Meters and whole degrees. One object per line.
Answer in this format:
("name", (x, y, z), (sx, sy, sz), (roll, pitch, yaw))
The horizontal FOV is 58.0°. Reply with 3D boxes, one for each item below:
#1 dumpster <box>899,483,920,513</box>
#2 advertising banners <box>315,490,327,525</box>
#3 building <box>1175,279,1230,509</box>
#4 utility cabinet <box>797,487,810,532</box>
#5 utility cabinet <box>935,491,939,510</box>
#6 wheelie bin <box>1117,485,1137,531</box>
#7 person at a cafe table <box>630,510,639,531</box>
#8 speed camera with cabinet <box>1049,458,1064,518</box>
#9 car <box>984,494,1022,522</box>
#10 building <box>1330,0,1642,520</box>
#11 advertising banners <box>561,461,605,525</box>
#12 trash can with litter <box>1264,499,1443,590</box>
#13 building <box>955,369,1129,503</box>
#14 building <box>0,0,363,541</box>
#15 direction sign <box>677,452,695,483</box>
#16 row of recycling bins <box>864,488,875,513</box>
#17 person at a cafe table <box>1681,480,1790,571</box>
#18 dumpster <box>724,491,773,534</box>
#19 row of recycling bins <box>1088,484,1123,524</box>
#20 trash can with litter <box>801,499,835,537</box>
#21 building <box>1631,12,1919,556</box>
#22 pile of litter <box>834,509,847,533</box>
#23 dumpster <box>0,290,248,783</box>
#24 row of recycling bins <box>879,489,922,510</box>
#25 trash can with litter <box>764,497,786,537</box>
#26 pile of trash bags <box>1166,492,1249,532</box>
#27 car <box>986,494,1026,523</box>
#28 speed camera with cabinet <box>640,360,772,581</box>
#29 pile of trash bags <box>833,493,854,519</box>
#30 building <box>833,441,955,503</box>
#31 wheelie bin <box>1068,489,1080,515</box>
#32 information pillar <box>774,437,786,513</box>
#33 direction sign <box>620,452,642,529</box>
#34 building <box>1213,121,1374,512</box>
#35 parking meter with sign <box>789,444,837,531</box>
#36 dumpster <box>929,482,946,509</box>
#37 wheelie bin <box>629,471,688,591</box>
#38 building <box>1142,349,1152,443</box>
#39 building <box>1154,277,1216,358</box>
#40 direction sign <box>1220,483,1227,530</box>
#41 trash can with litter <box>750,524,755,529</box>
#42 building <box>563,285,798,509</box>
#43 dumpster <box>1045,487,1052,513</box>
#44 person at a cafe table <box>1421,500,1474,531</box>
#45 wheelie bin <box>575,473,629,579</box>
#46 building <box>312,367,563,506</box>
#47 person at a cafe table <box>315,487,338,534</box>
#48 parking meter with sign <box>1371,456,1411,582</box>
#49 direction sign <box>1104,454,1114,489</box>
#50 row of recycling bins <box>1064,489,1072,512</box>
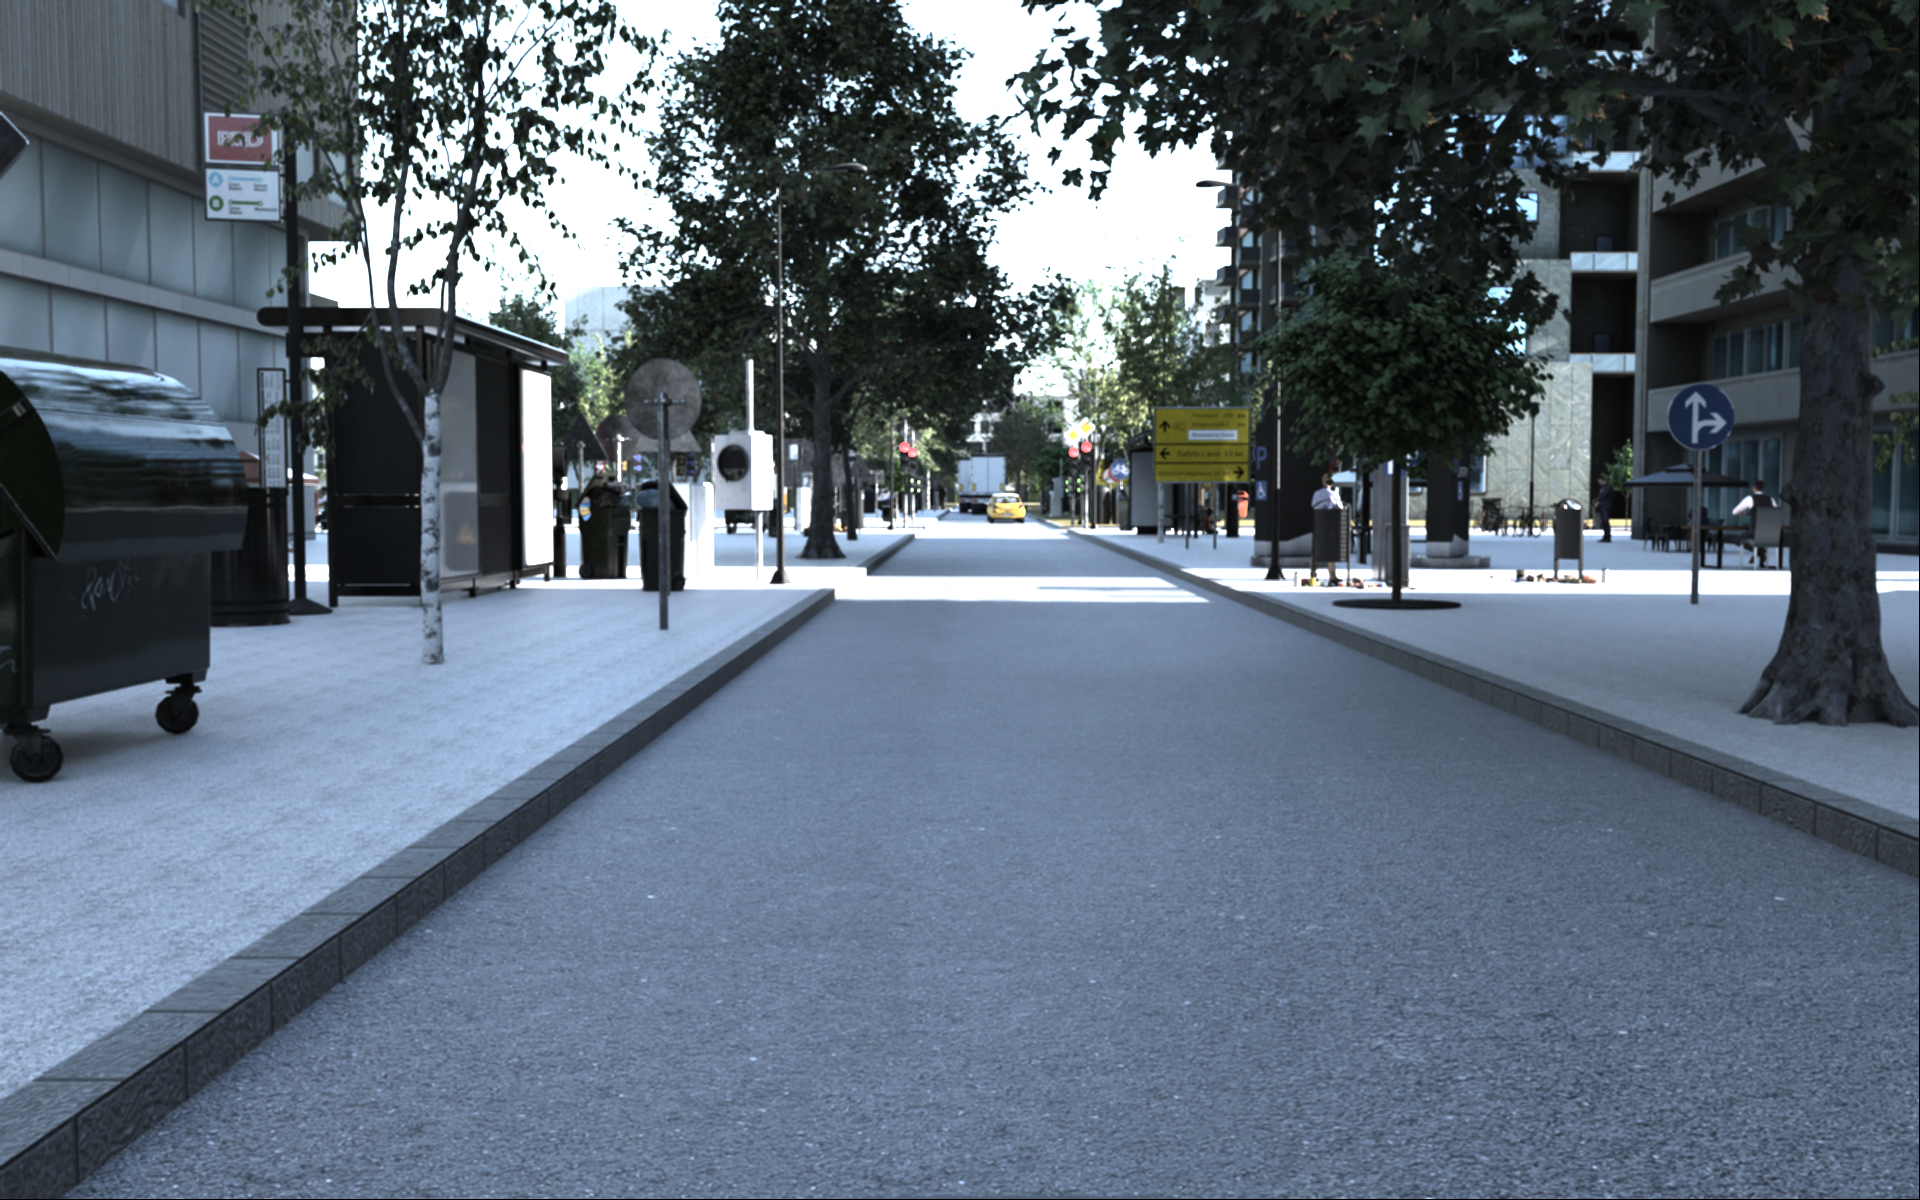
("dumpster", (-3.517, -7.141, 119.247), (1.502, 2.255, 1.985), (0, 4, 1))
("advertising banners", (-26.607, -4.589, 71.222), (0.090, 3.025, 2.074), (3, 4, 39))
("building", (27.825, -18.433, 157.793), (16.016, 20.091, 11.380), (0, 4, 0))
("utility cabinet", (-5.236, -3.021, 58.071), (0.318, 1.500, 1.173), (-1, 4, -13))
("utility cabinet", (-1.953, -8.116, 141.383), (0.318, 1.500, 1.173), (0, 4, 5))
("wheelie bin", (5.912, -3.232, 60.759), (0.980, 1.594, 0.693), (-2, 4, -34))
("person at a cafe table", (-10.902, -3.206, 60.937), (1.622, 1.524, 1.698), (-1, 4, -20))
("speed camera with cabinet", (5.317, -6.192, 95.573), (0.660, 3.252, 2.038), (0, 4, -4))
("car", (2.285, -4.985, 91.726), (2.015, 1.641, 3.980), (0, 4, 1))
("building", (35.944, -47.750, 93.390), (31.000, 86.520, 22.319), (0, 4, 0))
("advertising banners", (-15.766, -4.661, 72.389), (2.074, 3.025, 0.090), (1, 4, 10))
("trash can with litter", (5.428, -0.772, 23.680), (2.233, 1.210, 1.678), (2, 4, 28))
("building", (15.072, -23.623, 252.692), (31.486, 18.905, 16.747), (0, 4, 0))
("building", (-30.531, -27.348, 36.372), (27.495, 52.752, 28.713), (0, 4, 0))
("direction sign", (-11.799, -5.050, 74.562), (0.876, 3.537, 0.379), (1, 4, 19))
("row of recycling bins", (-6.261, -6.754, 117.541), (1.069, 1.692, 3.534), (0, 4, -1))
("person at a cafe table", (13.520, -1.293, 29.649), (1.698, 1.524, 1.622), (0, 4, 1))
("dumpster", (-6.921, -3.280, 56.119), (1.502, 2.255, 1.985), (0, 4, 1))
("row of recycling bins", (7.347, -4.074, 73.716), (3.534, 1.692, 1.069), (0, 4, 1))
("trash can with litter", (-4.284, -2.494, 52.158), (1.055, 1.170, 0.624), (1, 4, 11))
("building", (29.578, -25.279, 37.021), (21.300, 48.544, 21.600), (0, 4, 0))
("pile of litter", (-4.064, -2.695, 58.035), (1.176, 0.858, 1.719), (1, 4, 13))
("dumpster", (-4.599, -0.362, 8.415), (1.502, 2.255, 1.985), (0, 4, 1))
("row of recycling bins", (-4.641, -7.934, 136.836), (3.534, 1.692, 1.069), (0, 3, 0))
("trash can with litter", (-5.439, -2.468, 51.733), (0.624, 1.170, 1.055), (-1, 4, -12))
("pile of trash bags", (8.333, -3.084, 60.182), (3.447, 1.369, 1.912), (0, 4, -6))
("car", (2.310, -4.637, 86.038), (2.015, 1.641, 3.980), (0, 4, 0))
("speed camera with cabinet", (-3.809, -1.925, 25.806), (2.038, 3.252, 0.660), (2, 4, 26))
("pile of trash bags", (-5.965, -4.869, 89.361), (1.912, 1.369, 3.447), (1, 4, 23))
("building", (-16.951, -25.361, 258.629), (32.646, 21.610, 27.936), (0, 4, 0))
("wheelie bin", (6.964, -5.962, 105.388), (0.693, 1.594, 0.980), (2, 4, 31))
("information pillar", (-7.353, -4.855, 70.731), (0.504, 3.616, 0.183), (0, 4, 3))
("direction sign", (-12.041, -4.357, 63.238), (0.876, 3.537, 0.379), (-2, 4, -28))
("building", (31.094, -29.137, 131.019), (22.147, 44.769, 28.867), (0, 4, 0))
("parking meter with sign", (-5.151, -3.967, 61.118), (1.738, 3.016, 0.543), (-3, 5, -41))
("dumpster", (-1.904, -8.702, 144.770), (1.502, 2.255, 1.985), (0, 4, 0))
("wheelie bin", (-3.981, -0.926, 23.049), (0.693, 1.594, 0.980), (-1, 4, -14))
("building", (28.997, -21.179, 202.699), (16.016, 20.091, 11.380), (0, 4, 0))
("building", (33.729, -20.532, 179.676), (27.936, 21.610, 32.646), (0, 4, 0))
("direction sign", (9.489, -4.271, 61.828), (0.876, 3.537, 0.379), (3, 4, 38))
("trash can with litter", (-7.181, -3.162, 63.089), (1.055, 1.170, 0.624), (2, 4, 27))
("building", (-25.071, -18.121, 162.737), (16.747, 18.905, 31.486), (0, 4, 0))
("dumpster", (6.340, -6.802, 116.965), (1.264, 1.857, 1.865), (0, 4, 0))
("person at a cafe table", (17.017, -3.169, 60.322), (1.622, 1.524, 1.698), (0, 4, 6))
("wheelie bin", (-5.375, -1.126, 26.313), (0.693, 1.594, 0.980), (1, 4, 17))
("building", (-60.149, -20.375, 199.588), (31.486, 18.905, 16.747), (0, 4, 0))
("person at a cafe table", (-21.008, -2.931, 56.442), (1.622, 1.524, 1.698), (0, 4, -1))
("parking meter with sign", (6.399, -1.809, 25.831), (0.543, 3.016, 1.738), (0, 4, 3))
("direction sign", (8.447, -6.506, 98.364), (0.379, 3.537, 0.876), (3, 5, 40))
("row of recycling bins", (7.619, -7.425, 128.503), (1.069, 1.692, 3.534), (-1, 4, -11))
